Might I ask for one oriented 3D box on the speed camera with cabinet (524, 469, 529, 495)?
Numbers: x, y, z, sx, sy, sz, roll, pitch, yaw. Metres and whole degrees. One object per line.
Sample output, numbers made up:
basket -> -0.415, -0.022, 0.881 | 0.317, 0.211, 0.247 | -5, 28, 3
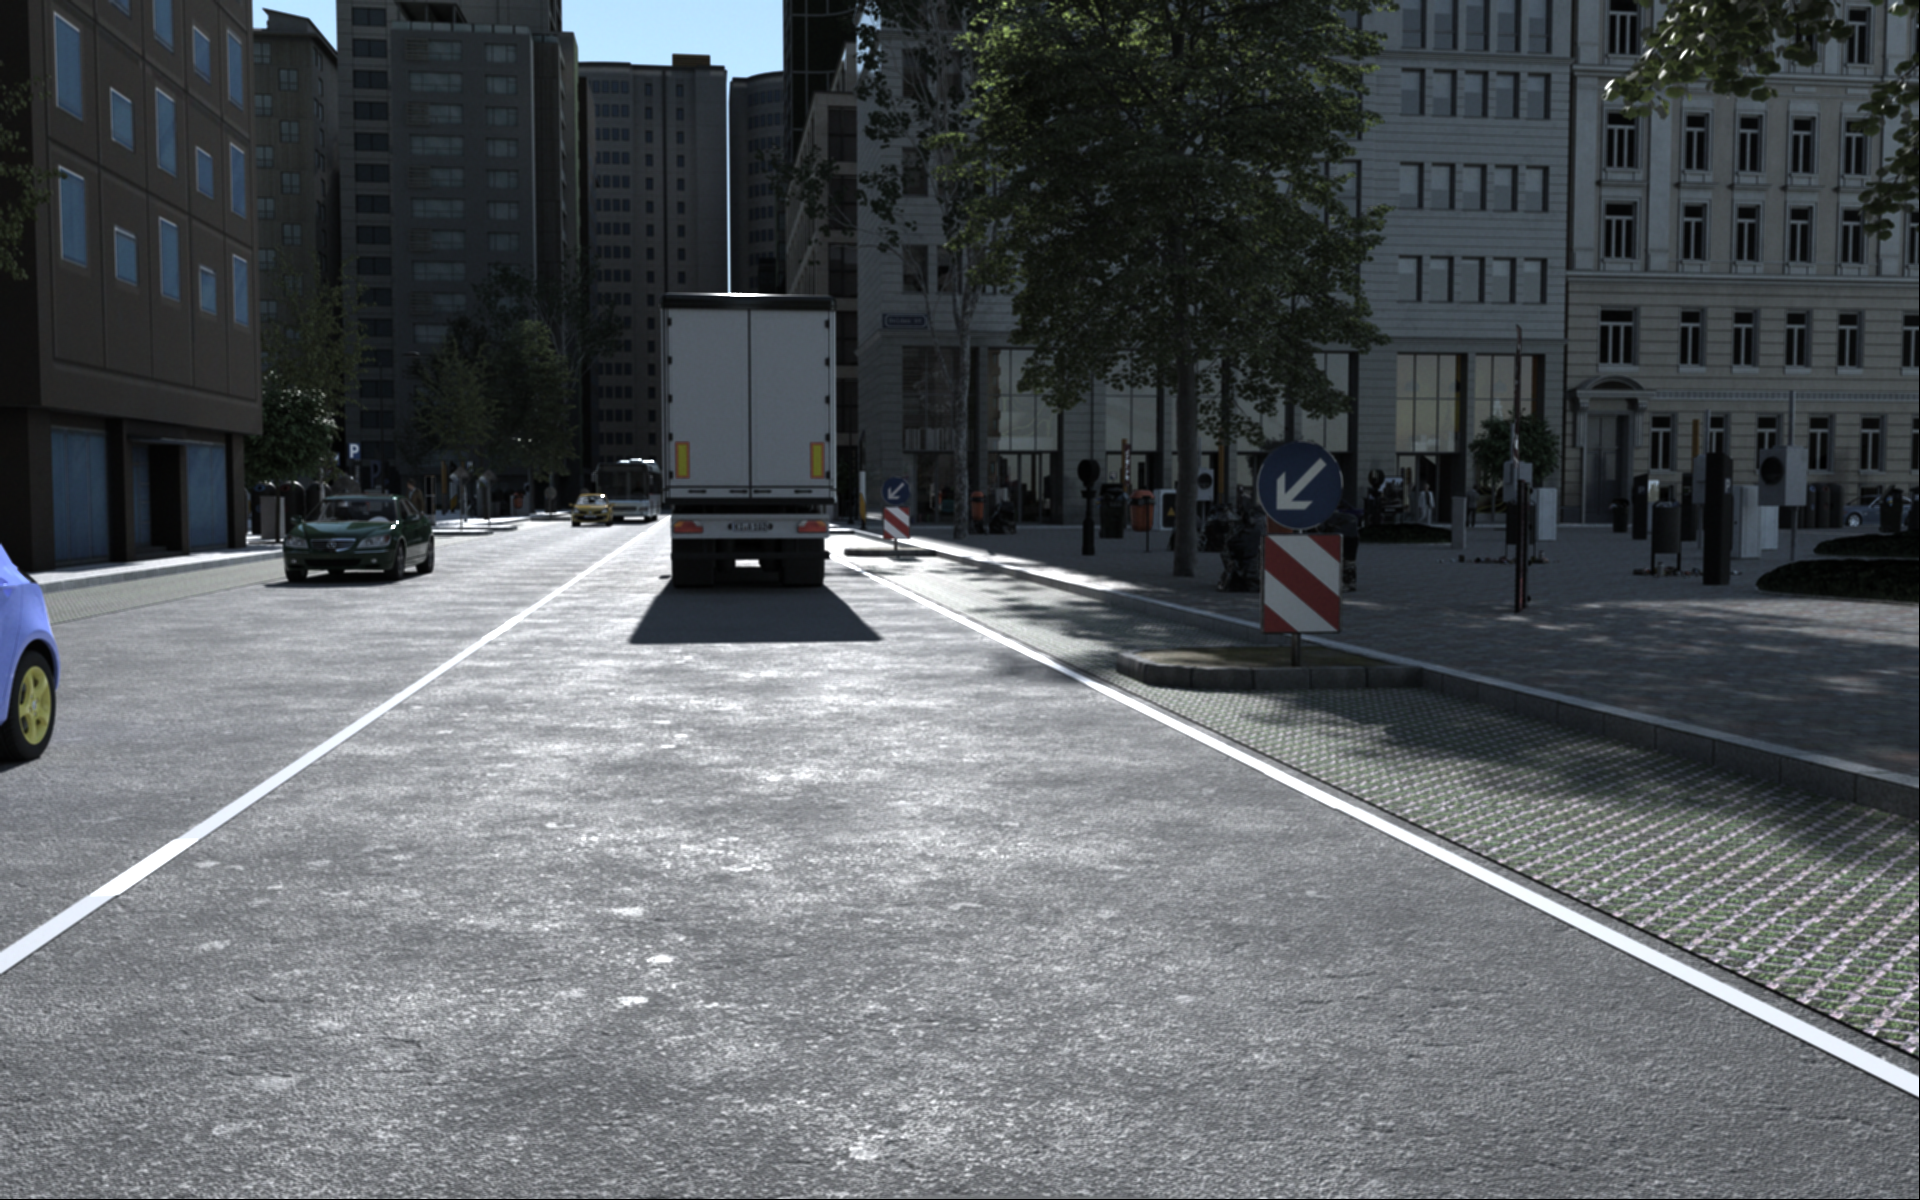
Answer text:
speed camera with cabinet -> -35.306, -8.849, 139.021 | 2.038, 3.252, 0.660 | 0, 4, -6

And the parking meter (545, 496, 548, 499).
parking meter -> -29.869, -7.157, 125.426 | 0.372, 1.533, 0.369 | 0, 3, 0

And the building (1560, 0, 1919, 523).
building -> 35.060, -18.132, 82.366 | 20.117, 28.700, 13.634 | -1, 4, -8

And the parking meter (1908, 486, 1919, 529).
parking meter -> 27.083, -2.487, 49.069 | 0.372, 1.533, 0.369 | 0, 3, 0

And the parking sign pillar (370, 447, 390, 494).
parking sign pillar -> -32.868, -6.710, 98.185 | 1.447, 3.967, 1.447 | 3, 5, 41

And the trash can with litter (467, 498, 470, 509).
trash can with litter -> -31.809, -6.168, 112.227 | 1.055, 1.170, 0.624 | 1, 4, 9

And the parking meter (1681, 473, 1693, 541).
parking meter -> 19.805, -2.538, 47.202 | 0.255, 1.863, 0.399 | 1, 4, 22

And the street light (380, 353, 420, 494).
street light -> -18.424, -5.160, 56.912 | 1.470, 5.913, 1.316 | -1, 4, -8

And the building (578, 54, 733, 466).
building -> -45.647, -42.344, 234.329 | 28.212, 58.520, 21.231 | -1, 4, -8

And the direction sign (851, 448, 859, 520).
direction sign -> -5.125, -5.715, 85.443 | 0.379, 3.537, 0.876 | 2, 4, 27

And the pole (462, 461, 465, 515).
pole -> -30.833, -6.953, 107.530 | 0.158, 3.312, 0.155 | 0, 3, 0

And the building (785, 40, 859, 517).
building -> -0.906, -18.883, 113.248 | 19.350, 26.468, 34.151 | -1, 4, -8

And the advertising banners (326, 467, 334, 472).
advertising banners -> -41.381, -7.071, 111.795 | 2.074, 3.025, 0.090 | 0, 4, 6

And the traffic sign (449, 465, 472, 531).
traffic sign -> -17.405, -3.472, 60.415 | 0.795, 2.450, 0.064 | -1, 4, -8

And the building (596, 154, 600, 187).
building -> -55.641, -33.586, 203.754 | 28.867, 44.769, 22.147 | -1, 4, -8

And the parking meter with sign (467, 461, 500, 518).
parking meter with sign -> -25.557, -5.919, 93.035 | 0.543, 3.016, 1.738 | 3, 5, 39

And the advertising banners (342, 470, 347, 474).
advertising banners -> -44.874, -7.889, 125.178 | 0.090, 3.025, 2.074 | 0, 4, -3

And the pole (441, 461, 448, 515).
pole -> -31.682, -6.872, 106.207 | 0.158, 3.312, 0.155 | 0, 3, 0

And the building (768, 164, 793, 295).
building -> -9.489, -23.451, 155.126 | 14.160, 30.474, 14.107 | -1, 4, -8

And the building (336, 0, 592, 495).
building -> -45.969, -44.361, 163.555 | 20.563, 71.187, 20.611 | -1, 4, -8

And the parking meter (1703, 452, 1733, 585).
parking meter -> 10.739, -1.151, 24.534 | 0.399, 1.863, 0.255 | -3, 5, -45

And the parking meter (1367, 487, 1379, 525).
parking meter -> 14.361, -3.170, 60.245 | 0.372, 1.533, 0.369 | 0, 3, 0

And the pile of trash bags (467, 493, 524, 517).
pile of trash bags -> -26.529, -5.489, 99.489 | 1.912, 1.369, 3.447 | 3, 4, 37

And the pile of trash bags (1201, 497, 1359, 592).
pile of trash bags -> 4.291, -0.800, 22.833 | 1.912, 1.369, 3.447 | 1, 4, 12

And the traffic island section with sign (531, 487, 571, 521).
traffic island section with sign -> -21.883, -5.146, 92.759 | 1.989, 1.847, 2.006 | -1, 4, -8

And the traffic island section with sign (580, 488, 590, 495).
traffic island section with sign -> -25.861, -6.791, 119.664 | 1.989, 1.847, 2.006 | -1, 4, -8

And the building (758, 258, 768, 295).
building -> -17.836, -27.011, 213.334 | 14.160, 30.474, 14.107 | -1, 4, -8

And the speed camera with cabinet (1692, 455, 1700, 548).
speed camera with cabinet -> 17.922, -2.794, 40.018 | 0.660, 3.252, 2.038 | -1, 4, -23

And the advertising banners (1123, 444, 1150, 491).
advertising banners -> 6.244, -3.972, 61.122 | 0.090, 3.025, 2.074 | 2, 4, 34

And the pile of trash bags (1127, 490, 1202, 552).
pile of trash bags -> 5.330, -1.785, 38.943 | 3.447, 1.369, 1.912 | -2, 4, -24

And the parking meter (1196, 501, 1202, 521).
parking meter -> 8.829, -3.562, 63.951 | 0.255, 1.863, 0.399 | 0, 4, -7

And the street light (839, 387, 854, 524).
street light -> -5.203, -6.187, 73.694 | 1.470, 5.913, 1.316 | -1, 4, -8

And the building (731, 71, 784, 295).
building -> -17.299, -42.605, 238.596 | 28.212, 58.520, 21.231 | -1, 4, -8

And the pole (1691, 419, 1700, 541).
pole -> 20.110, -3.276, 47.407 | 0.158, 3.312, 0.155 | 0, 3, 0

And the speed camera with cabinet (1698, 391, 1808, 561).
speed camera with cabinet -> 15.515, -2.415, 33.817 | 0.660, 3.252, 2.038 | -1, 4, -20

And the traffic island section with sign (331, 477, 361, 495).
traffic island section with sign -> -13.986, -1.880, 39.368 | 1.989, 1.847, 2.006 | -1, 4, -8

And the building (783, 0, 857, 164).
building -> -8.962, -44.858, 171.677 | 20.563, 71.187, 20.611 | -1, 4, -8

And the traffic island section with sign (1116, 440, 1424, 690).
traffic island section with sign -> 2.297, -0.301, 13.549 | 1.989, 1.847, 2.006 | -1, 4, -8

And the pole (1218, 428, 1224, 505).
pole -> 8.032, -3.637, 53.301 | 0.158, 3.312, 0.155 | 0, 3, 0

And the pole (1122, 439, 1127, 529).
pole -> 6.092, -4.305, 64.224 | 0.158, 3.312, 0.155 | 0, 3, 0

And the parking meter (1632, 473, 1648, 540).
parking meter -> 19.186, -2.641, 48.897 | 0.399, 1.863, 0.255 | 1, 4, 10

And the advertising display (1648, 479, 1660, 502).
advertising display -> 29.926, -4.264, 74.928 | 0.974, 1.923, 0.123 | -2, 4, -35

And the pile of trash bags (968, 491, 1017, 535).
pile of trash bags -> 0.804, -2.801, 55.545 | 1.912, 1.369, 3.447 | 1, 4, 9

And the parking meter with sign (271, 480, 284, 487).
parking meter with sign -> -35.614, -5.757, 90.393 | 0.543, 3.016, 1.738 | 3, 5, 40

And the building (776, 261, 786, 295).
building -> -8.061, -18.852, 137.901 | 12.332, 23.373, 15.834 | -1, 4, -8

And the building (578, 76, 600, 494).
building -> -45.538, -32.530, 181.970 | 14.600, 45.320, 14.200 | -1, 4, -8

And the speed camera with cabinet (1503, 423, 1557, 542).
speed camera with cabinet -> 15.703, -3.265, 47.726 | 0.660, 3.252, 2.038 | -1, 4, -10

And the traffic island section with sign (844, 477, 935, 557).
traffic island section with sign -> -1.679, -1.940, 40.354 | 1.989, 1.847, 2.006 | -1, 4, -8

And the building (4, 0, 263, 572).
building -> -22.634, -23.395, 32.622 | 14.600, 45.320, 14.200 | -1, 4, -8

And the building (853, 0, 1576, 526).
building -> 10.601, -18.326, 77.118 | 29.804, 29.767, 11.434 | -1, 4, -8

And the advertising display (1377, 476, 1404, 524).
advertising display -> 15.447, -3.489, 62.257 | 0.974, 1.923, 0.123 | 1, 4, 9

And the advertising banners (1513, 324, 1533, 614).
advertising banners -> 6.121, -1.387, 18.866 | 0.090, 3.025, 2.074 | 1, 4, 23

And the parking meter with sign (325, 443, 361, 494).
parking meter with sign -> -21.419, -3.870, 59.542 | 1.738, 3.016, 0.543 | 2, 4, 28

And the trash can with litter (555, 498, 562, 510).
trash can with litter -> -32.064, -7.688, 137.090 | 1.055, 1.170, 0.624 | -3, 5, -45

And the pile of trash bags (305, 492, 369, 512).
pile of trash bags -> -27.631, -4.066, 76.239 | 3.447, 1.369, 1.912 | 0, 4, 0

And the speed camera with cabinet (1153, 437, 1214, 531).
speed camera with cabinet -> 7.737, -4.014, 59.966 | 2.038, 3.252, 0.660 | -1, 4, -16

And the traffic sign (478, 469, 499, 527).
traffic sign -> -18.575, -3.955, 68.314 | 0.795, 2.450, 0.064 | -1, 4, -8

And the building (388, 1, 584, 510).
building -> -39.993, -28.395, 147.847 | 14.154, 41.232, 14.086 | -1, 4, -8

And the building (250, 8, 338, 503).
building -> -83.486, -37.124, 196.215 | 27.495, 52.752, 28.713 | -1, 4, -8

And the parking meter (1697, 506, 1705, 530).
parking meter -> 26.501, -3.264, 61.773 | 0.372, 1.533, 0.369 | 0, 3, 0
